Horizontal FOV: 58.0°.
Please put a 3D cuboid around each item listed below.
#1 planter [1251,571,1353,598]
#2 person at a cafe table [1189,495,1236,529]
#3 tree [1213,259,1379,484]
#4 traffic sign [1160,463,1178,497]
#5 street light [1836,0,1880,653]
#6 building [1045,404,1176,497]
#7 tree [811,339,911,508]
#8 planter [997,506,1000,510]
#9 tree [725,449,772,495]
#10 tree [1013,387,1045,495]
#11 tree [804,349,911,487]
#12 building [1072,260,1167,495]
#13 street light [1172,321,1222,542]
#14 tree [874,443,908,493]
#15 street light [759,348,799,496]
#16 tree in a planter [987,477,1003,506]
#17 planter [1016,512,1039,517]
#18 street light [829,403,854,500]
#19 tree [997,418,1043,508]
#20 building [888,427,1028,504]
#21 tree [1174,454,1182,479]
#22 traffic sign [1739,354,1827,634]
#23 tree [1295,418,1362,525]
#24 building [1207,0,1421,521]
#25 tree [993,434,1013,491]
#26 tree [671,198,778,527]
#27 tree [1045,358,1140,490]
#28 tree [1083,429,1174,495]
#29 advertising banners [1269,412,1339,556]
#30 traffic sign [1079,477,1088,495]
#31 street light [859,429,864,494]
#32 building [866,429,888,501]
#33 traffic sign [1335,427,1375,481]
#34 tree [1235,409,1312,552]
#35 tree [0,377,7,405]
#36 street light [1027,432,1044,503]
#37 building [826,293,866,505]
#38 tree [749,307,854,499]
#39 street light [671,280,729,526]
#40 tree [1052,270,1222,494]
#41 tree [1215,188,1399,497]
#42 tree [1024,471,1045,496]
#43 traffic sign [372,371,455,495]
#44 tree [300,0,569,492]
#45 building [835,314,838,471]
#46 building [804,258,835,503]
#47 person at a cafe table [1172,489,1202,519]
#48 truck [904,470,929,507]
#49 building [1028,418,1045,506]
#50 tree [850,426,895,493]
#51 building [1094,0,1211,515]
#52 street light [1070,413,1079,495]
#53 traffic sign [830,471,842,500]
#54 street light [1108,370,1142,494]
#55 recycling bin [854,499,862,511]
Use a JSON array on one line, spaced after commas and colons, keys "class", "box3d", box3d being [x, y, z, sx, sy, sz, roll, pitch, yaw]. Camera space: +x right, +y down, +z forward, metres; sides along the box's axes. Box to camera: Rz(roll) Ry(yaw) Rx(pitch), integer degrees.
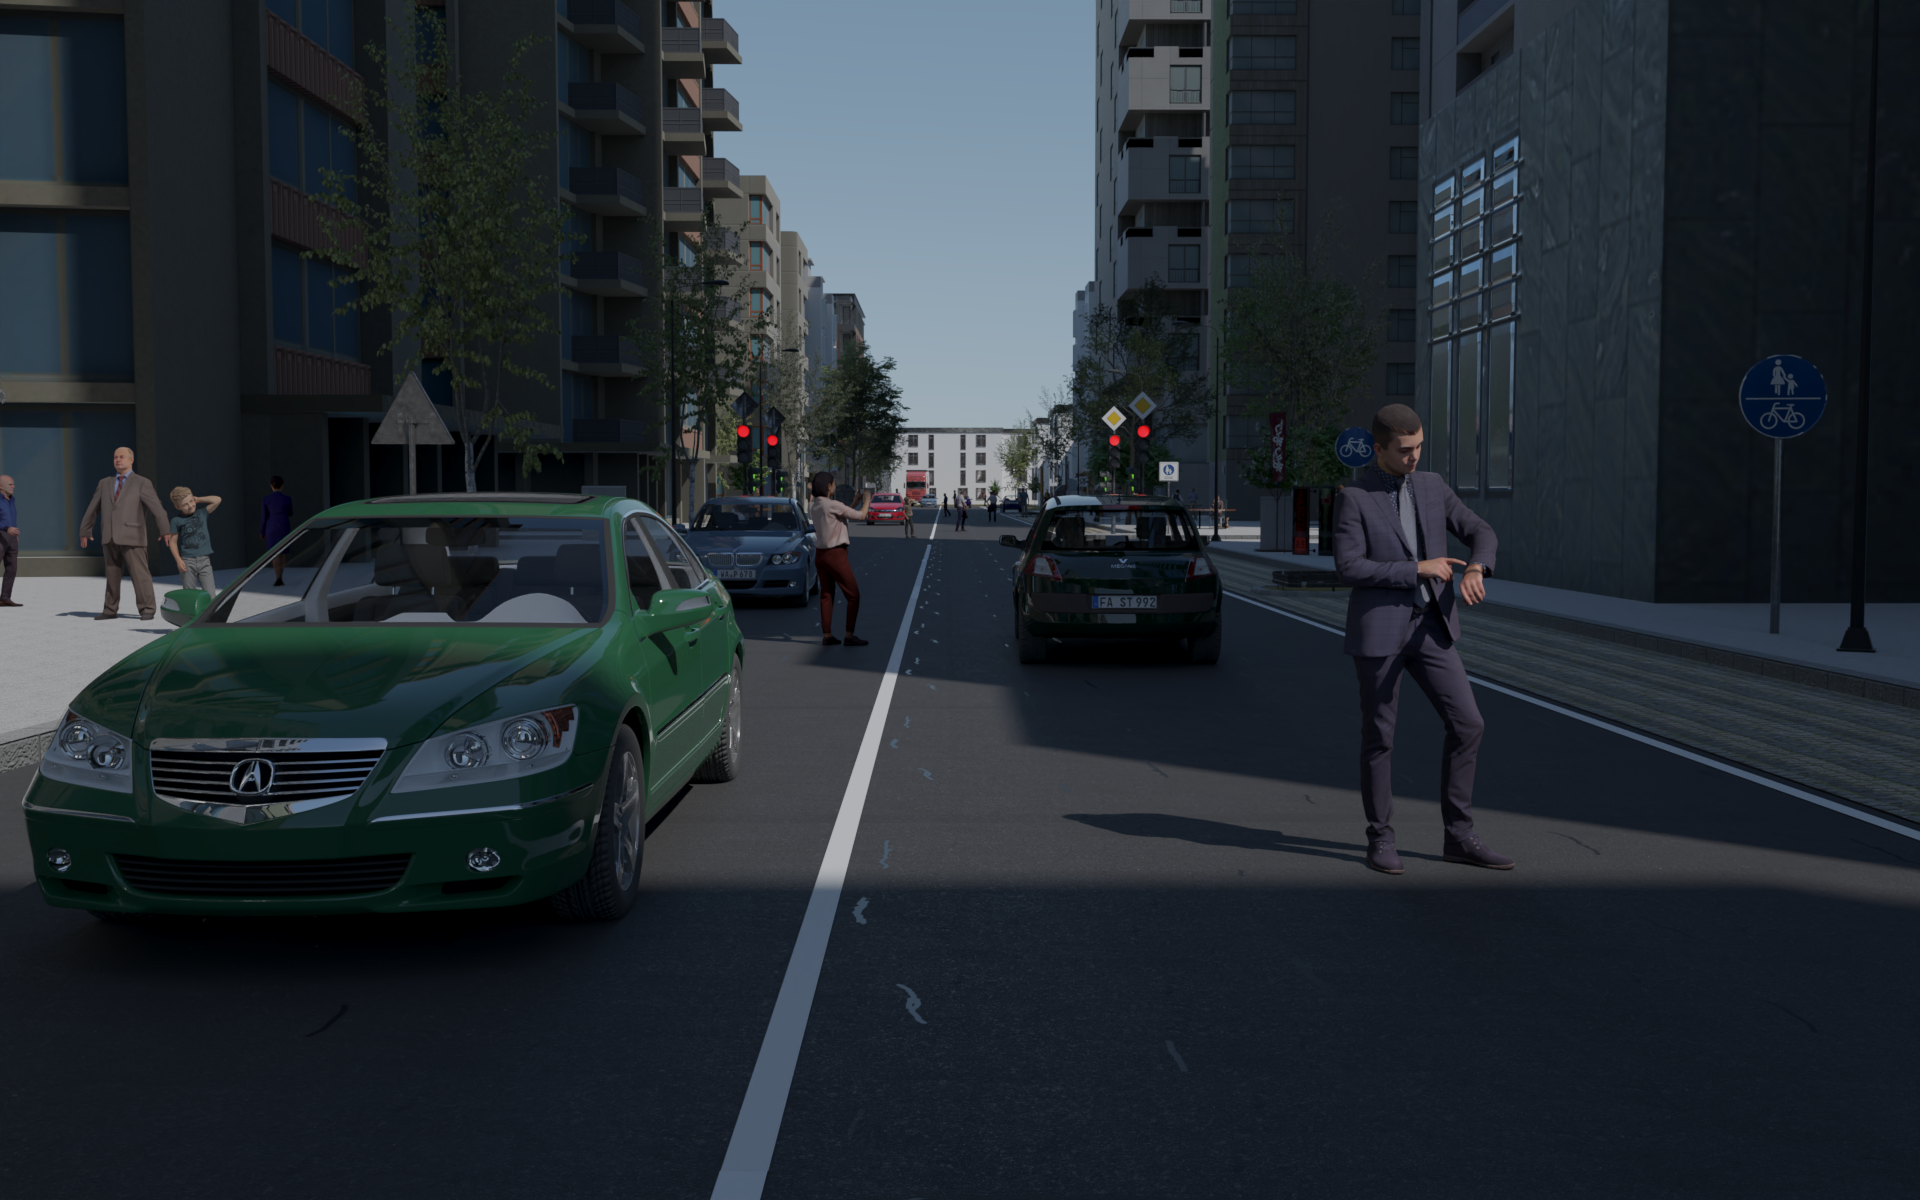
[{"class": "planter", "box3d": [5.214, -0.222, 24.763, 1.991, 0.319, 1.994, 0, 4, -1]}, {"class": "person at a cafe table", "box3d": [9.301, -3.233, 63.728, 1.698, 1.238, 1.726, 2, 4, 32]}, {"class": "tree", "box3d": [14.915, -9.273, 77.365, 9.928, 11.665, 9.643, 0, 3, 0]}, {"class": "traffic sign", "box3d": [6.694, -3.272, 55.619, 0.606, 2.300, 0.079, 0, 4, 4]}, {"class": "street light", "box3d": [6.789, -2.535, 13.987, 1.470, 5.913, 1.316, 0, 4, -1]}, {"class": "building", "box3d": [13.619, -13.463, 162.272, 9.099, 9.664, 28.070, 0, 4, -1]}, {"class": "tree", "box3d": [-7.448, -12.805, 127.482, 7.486, 12.596, 7.792, 0, 3, 0]}, {"class": "planter", "box3d": [3.995, -8.364, 157.896, 1.991, 0.319, 1.994, 0, 4, -1]}, {"class": "tree", "box3d": [-7.773, -4.168, 62.754, 1.663, 3.219, 1.824, 0, 3, 0]}, {"class": "tree", "box3d": [6.338, -10.055, 114.767, 4.360, 8.622, 3.978, 0, 3, 0]}, {"class": "tree", "box3d": [-6.619, -10.810, 111.154, 7.601, 10.594, 8.767, 0, 4, -2]}, {"class": "building", "box3d": [17.391, -17.467, 142.005, 16.016, 20.091, 11.380, 0, 4, -1]}, {"class": "street light", "box3d": [6.383, -4.534, 46.669, 1.470, 5.913, 1.316, 0, 4, -1]}, {"class": "tree", "box3d": [-7.517, -14.252, 183.390, 4.360, 8.622, 3.978, 0, 3, 0]}, {"class": "street light", "box3d": [-5.820, -5.062, 55.308, 1.470, 5.913, 1.316, 0, 4, -1]}, {"class": "tree in a planter", "box3d": [3.744, -11.475, 184.839, 1.991, 3.239, 1.994, 0, 4, -1]}, {"class": "planter", "box3d": [4.453, -5.279, 107.454, 1.991, 0.319, 1.994, 0, 4, -1]}, {"class": "street light", "box3d": [-6.091, -7.061, 87.991, 1.470, 5.913, 1.316, 0, 4, -1]}, {"class": "tree", "box3d": [5.885, -13.011, 163.088, 4.737, 8.622, 4.395, 0, 3, 0]}, {"class": "building", "box3d": [5.316, -17.155, 222.637, 28.070, 9.664, 9.099, 0, 4, -1]}, {"class": "tree", "box3d": [11.090, -7.111, 99.980, 4.285, 4.588, 4.351, 0, 3, 0]}, {"class": "traffic sign", "box3d": [7.496, -0.964, 15.862, 0.768, 2.556, 0.104, 0, 4, 6]}, {"class": "tree", "box3d": [14.823, -5.362, 71.388, 4.285, 4.588, 4.351, 0, 3, 0]}, {"class": "building", "box3d": [19.551, -24.720, 87.765, 14.154, 41.232, 14.086, 0, 4, -1]}, {"class": "tree", "box3d": [5.723, -13.766, 175.428, 4.360, 8.622, 3.978, 0, 3, 0]}, {"class": "tree", "box3d": [-6.774, -5.726, 43.985, 4.737, 8.622, 4.395, 0, 3, 0]}, {"class": "tree", "box3d": [7.719, -8.768, 93.725, 4.360, 8.622, 3.978, 0, 3, 0]}, {"class": "tree", "box3d": [7.523, -6.198, 85.044, 4.285, 4.588, 4.351, 0, 3, 0]}, {"class": "advertising banners", "box3d": [7.195, -2.458, 36.375, 0.090, 3.025, 2.074, -2, 4, -33]}, {"class": "traffic sign", "box3d": [7.099, -6.011, 100.411, 0.606, 2.300, 0.079, 0, 4, 1]}, {"class": "street light", "box3d": [-6.468, -9.060, 120.673, 1.470, 5.913, 1.316, 0, 4, -1]}, {"class": "building", "box3d": [-22.751, -17.121, 222.071, 28.070, 9.664, 9.099, 0, 4, -1]}, {"class": "traffic sign", "box3d": [7.528, -2.014, 33.040, 0.768, 2.556, 0.104, 0, 4, 3]}, {"class": "tree", "box3d": [7.189, -2.695, 38.669, 1.663, 3.219, 1.824, 0, 3, 0]}, {"class": "tree", "box3d": [-6.347, -3.548, 8.376, 4.360, 8.622, 3.978, 0, 3, 0]}, {"class": "street light", "box3d": [5.710, -9.653, 130.368, 1.470, 5.913, 1.316, 0, 4, -1]}, {"class": "building", "box3d": [-27.101, -21.168, 190.075, 32.646, 21.610, 27.936, 0, 4, -1]}, {"class": "tree", "box3d": [-6.459, -7.209, 68.235, 4.360, 8.622, 3.978, 0, 3, 0]}, {"class": "street light", "box3d": [-5.697, -3.983, 37.671, 1.470, 5.913, 1.316, 0, 4, -1]}, {"class": "tree", "box3d": [7.348, -8.410, 71.915, 7.601, 10.594, 8.767, 0, 4, 2]}, {"class": "tree", "box3d": [8.493, -5.639, 42.557, 4.360, 8.622, 3.978, 0, 3, 0]}, {"class": "tree", "box3d": [6.463, -9.301, 146.667, 1.663, 3.219, 1.824, 0, 3, 0]}, {"class": "traffic sign", "box3d": [-5.812, -1.126, 18.407, 0.884, 2.594, 0.081, 0, 4, 1]}, {"class": "tree", "box3d": [-7.371, -4.605, 25.655, 4.737, 8.622, 4.395, 0, 3, 0]}, {"class": "building", "box3d": [-18.451, -17.846, 148.209, 16.016, 20.091, 11.380, 0, 4, -1]}, {"class": "building", "box3d": [-18.468, -17.149, 136.803, 16.016, 20.091, 11.380, 0, 4, -1]}, {"class": "person at a cafe table", "box3d": [11.194, -4.862, 88.011, 1.698, 1.524, 1.622, 2, 4, 30]}, {"class": "truck", "box3d": [-4.972, -13.043, 202.162, 2.839, 4.237, 11.283, 0, 4, 1]}, {"class": "building", "box3d": [12.978, -15.177, 190.285, 9.099, 9.664, 28.070, 0, 4, -1]}, {"class": "tree", "box3d": [-7.444, -12.313, 151.673, 4.737, 8.622, 4.395, 0, 3, 0]}, {"class": "building", "box3d": [23.567, -32.229, 116.187, 28.713, 52.752, 27.495, 0, 4, -1]}, {"class": "street light", "box3d": [6.121, -7.640, 97.457, 1.470, 5.913, 1.316, 0, 4, -1]}, {"class": "traffic sign", "box3d": [-6.754, -5.721, 93.645, 0.768, 2.556, 0.104, 0, 4, 6]}, {"class": "street light", "box3d": [6.224, -5.641, 64.772, 1.470, 5.913, 1.316, 0, 4, -1]}, {"class": "recycling bin", "box3d": [-6.960, -6.255, 114.829, 0.722, 1.027, 0.722, -1, 4, -19]}]
